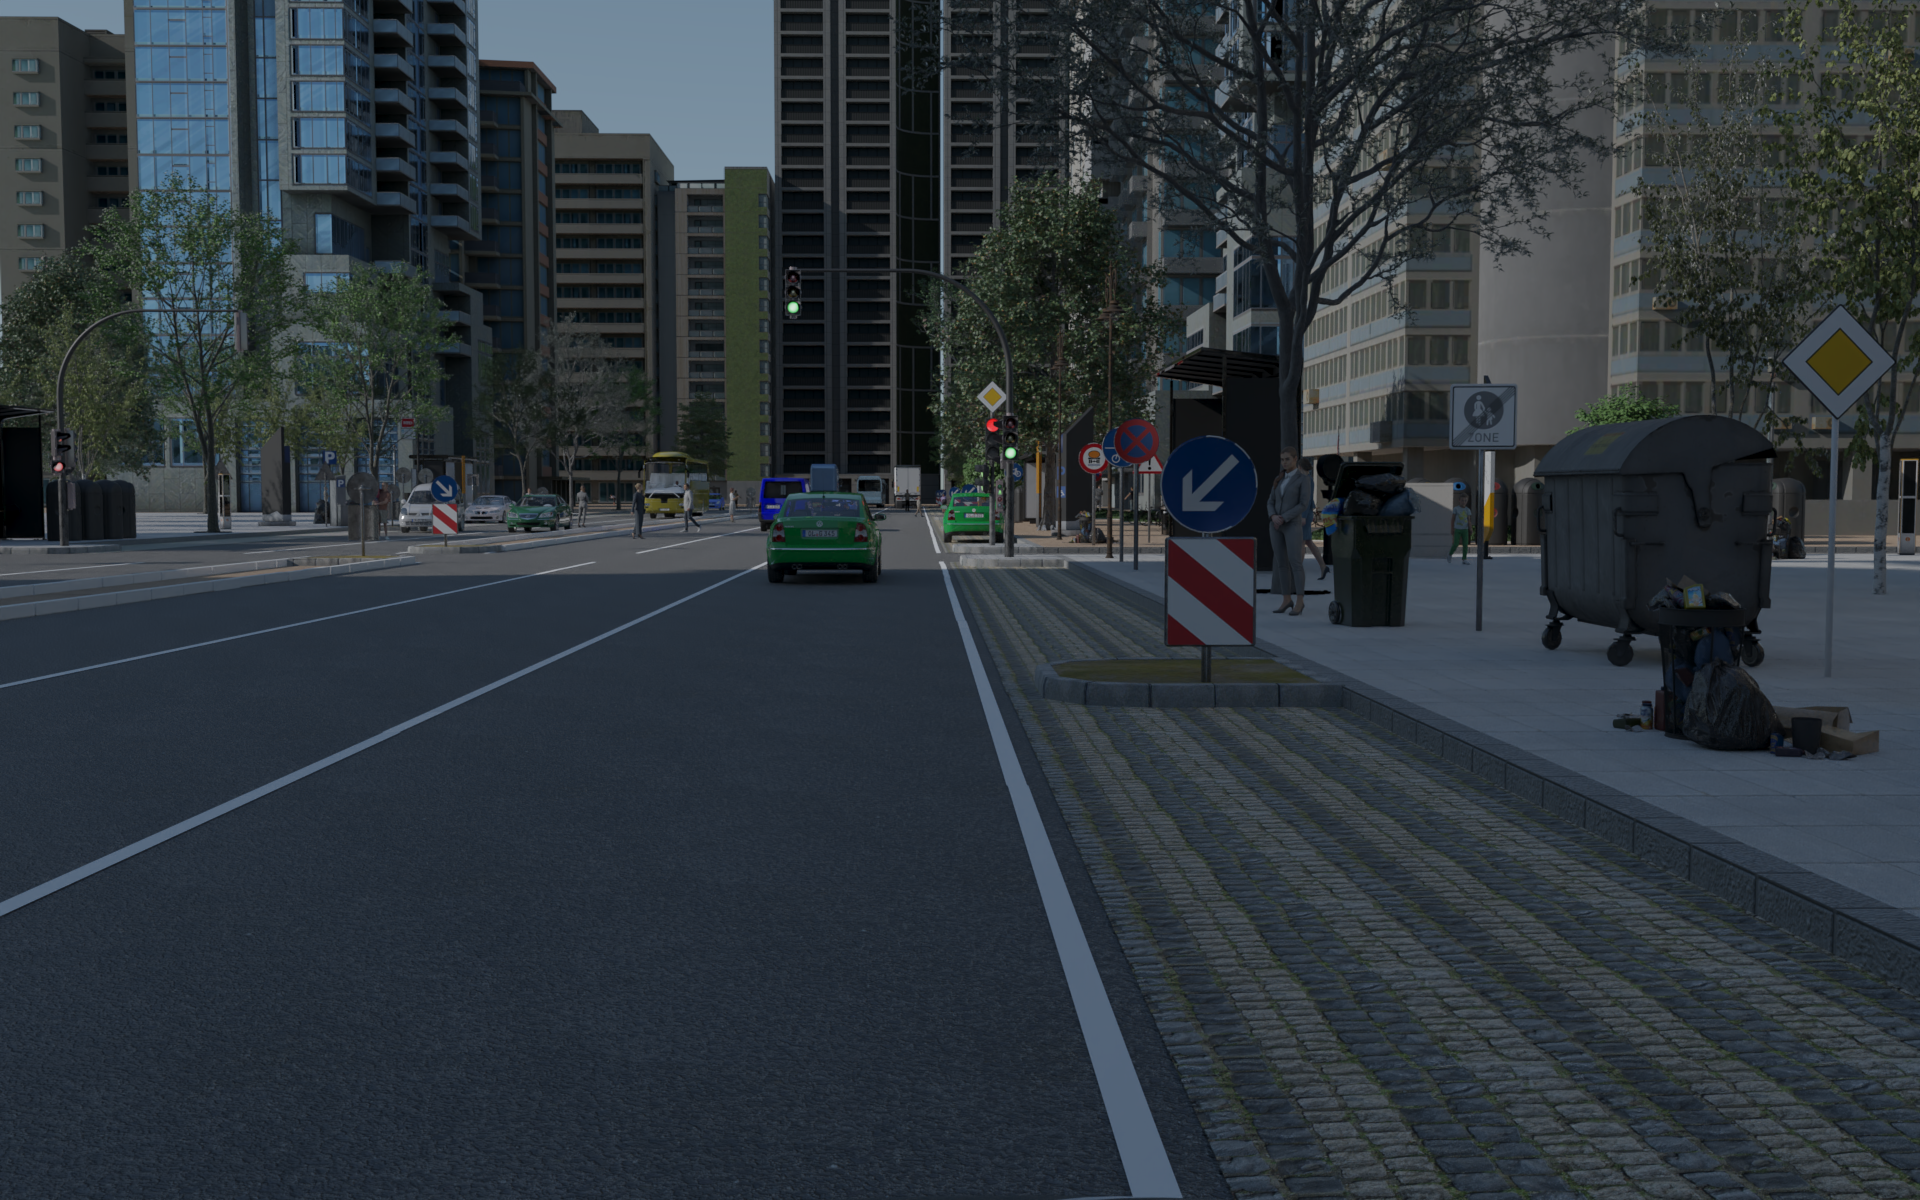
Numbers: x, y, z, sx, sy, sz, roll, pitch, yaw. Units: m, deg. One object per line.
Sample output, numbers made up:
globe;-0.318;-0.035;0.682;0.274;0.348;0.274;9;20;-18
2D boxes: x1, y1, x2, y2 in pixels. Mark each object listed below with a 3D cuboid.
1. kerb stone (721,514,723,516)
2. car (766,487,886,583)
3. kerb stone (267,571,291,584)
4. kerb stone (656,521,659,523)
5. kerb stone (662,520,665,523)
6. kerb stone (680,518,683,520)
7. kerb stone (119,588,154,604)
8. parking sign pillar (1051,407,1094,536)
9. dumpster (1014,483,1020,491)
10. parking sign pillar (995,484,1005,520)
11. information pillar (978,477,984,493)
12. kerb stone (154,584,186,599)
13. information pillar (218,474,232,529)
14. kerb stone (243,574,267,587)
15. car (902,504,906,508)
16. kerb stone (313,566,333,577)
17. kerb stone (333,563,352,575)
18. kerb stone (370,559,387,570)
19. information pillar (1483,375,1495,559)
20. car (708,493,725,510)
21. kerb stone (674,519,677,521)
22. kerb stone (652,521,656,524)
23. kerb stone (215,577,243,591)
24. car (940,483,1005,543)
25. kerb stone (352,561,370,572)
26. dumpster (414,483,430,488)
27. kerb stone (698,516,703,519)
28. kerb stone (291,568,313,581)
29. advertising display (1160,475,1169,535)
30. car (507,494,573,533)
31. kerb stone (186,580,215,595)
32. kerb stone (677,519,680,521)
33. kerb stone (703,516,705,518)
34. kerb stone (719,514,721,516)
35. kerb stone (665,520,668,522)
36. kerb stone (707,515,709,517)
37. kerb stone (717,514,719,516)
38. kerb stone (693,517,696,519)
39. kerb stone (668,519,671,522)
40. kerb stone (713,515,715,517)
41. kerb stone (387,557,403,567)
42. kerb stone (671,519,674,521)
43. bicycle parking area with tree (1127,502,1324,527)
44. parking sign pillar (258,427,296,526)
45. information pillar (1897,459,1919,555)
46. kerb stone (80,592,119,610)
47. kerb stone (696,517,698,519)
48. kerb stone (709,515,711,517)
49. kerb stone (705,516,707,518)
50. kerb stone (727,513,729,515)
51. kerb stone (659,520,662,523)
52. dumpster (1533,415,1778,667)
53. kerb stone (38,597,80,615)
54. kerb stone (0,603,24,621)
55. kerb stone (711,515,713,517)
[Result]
kerb stone;-15.110;-5.281;108.547;0.120;0.150;1.000;0;4;-1
car;-2.240;-1.256;29.324;1.959;1.807;4.718;0;4;-1
kerb stone;-11.124;-0.358;28.046;0.120;0.150;1.000;0;4;-1
kerb stone;-14.484;-3.645;81.902;0.120;0.150;1.000;0;4;-1
kerb stone;-14.541;-3.777;83.949;0.120;0.150;1.000;0;4;-1
kerb stone;-14.694;-4.154;90.108;0.120;0.150;1.000;0;4;-1
kerb stone;-10.994;-0.045;22.935;0.120;0.150;1.000;0;4;-1
parking sign pillar;3.520;-3.954;53.115;1.447;3.967;1.447;3;5;44
dumpster;3.976;-6.573;109.966;1.502;2.255;1.985;0;4;-1
parking sign pillar;2.103;-5.975;86.156;1.447;3.967;1.447;-1;4;-14
information pillar;1.173;-6.313;94.575;0.504;3.616;0.183;-2;4;-30
kerb stone;-11.020;-0.106;23.960;0.120;0.150;1.000;0;4;-1
information pillar;-26.783;-3.586;63.115;0.304;2.012;0.304;3;5;41
kerb stone;-11.104;-0.295;27.024;0.120;0.150;1.000;0;4;-1
car;-5.224;-10.504;181.967;2.015;1.641;3.980;0;4;-1
kerb stone;-11.174;-0.483;30.093;0.120;0.150;1.000;0;4;-1
kerb stone;-11.192;-0.539;31.117;0.120;0.150;1.000;0;4;-1
kerb stone;-11.241;-0.671;33.163;0.120;0.150;1.000;0;4;-1
information pillar;10.352;-2.605;33.948;0.183;3.616;0.504;0;4;-3
car;-21.978;-8.862;154.489;1.945;1.707;3.694;0;4;-1
kerb stone;-14.635;-4.025;88.056;0.120;0.150;1.000;0;4;-1
kerb stone;-14.464;-3.584;80.879;0.120;0.150;1.000;0;4;-1
kerb stone;-11.062;-0.232;26.003;0.120;0.150;1.000;0;4;-1
car;0.390;-2.642;51.991;1.959;1.807;4.718;0;4;0
kerb stone;-11.214;-0.608;32.141;0.120;0.150;1.000;0;4;-1
dumpster;-26.563;-4.951;86.713;1.264;1.857;1.865;0;4;-1
kerb stone;-14.880;-4.656;98.313;0.120;0.150;1.000;0;4;-1
kerb stone;-11.139;-0.414;29.072;0.120;0.150;1.000;0;4;-1
advertising display;6.488;-3.009;54.416;0.123;1.923;0.974;-1;4;-10
car;-15.947;-3.308;65.882;2.131;1.459;4.920;0;4;-2
kerb stone;-11.046;-0.170;24.981;0.120;0.150;1.000;0;4;-1
kerb stone;-14.651;-4.088;89.087;0.120;0.150;1.000;0;4;-1
kerb stone;-14.901;-4.715;99.336;0.120;0.150;1.000;0;4;-1
kerb stone;-15.101;-5.218;107.525;0.120;0.150;1.000;0;4;-1
kerb stone;-14.568;-3.840;84.975;0.120;0.150;1.000;0;4;-1
kerb stone;-14.948;-4.843;101.379;0.120;0.150;1.000;0;4;-1
kerb stone;-15.066;-5.156;106.499;0.120;0.150;1.000;0;4;-1
kerb stone;-14.798;-4.467;95.235;0.120;0.150;1.000;0;4;-1
kerb stone;-14.588;-3.903;86.003;0.120;0.150;1.000;0;4;-1
kerb stone;-15.022;-5.026;104.451;0.120;0.150;1.000;0;4;-1
kerb stone;-11.262;-0.733;34.185;0.120;0.150;1.000;0;4;-1
kerb stone;-14.608;-3.966;87.034;0.120;0.150;1.000;0;4;-1
bicycle parking area with tree;10.848;-5.143;71.091;9.016;4.147;8.231;1;4;16
parking sign pillar;-27.514;-4.966;69.667;1.447;3.967;1.447;2;4;31
information pillar;19.912;-1.951;36.390;0.304;2.012;0.304;1;4;20
kerb stone;-10.968;0.018;21.913;0.120;0.150;1.000;0;4;-1
kerb stone;-14.829;-4.529;96.257;0.120;0.150;1.000;0;4;-1
kerb stone;-14.976;-4.904;102.401;0.120;0.150;1.000;0;4;-1
kerb stone;-14.925;-4.781;100.357;0.120;0.150;1.000;0;4;-1
kerb stone;-15.193;-5.464;111.618;0.120;0.150;1.000;0;4;-1
kerb stone;-14.517;-3.714;82.924;0.120;0.150;1.000;0;4;-1
dumpster;5.404;-0.476;13.536;1.264;1.857;1.865;0;4;-2
kerb stone;-10.945;0.080;20.884;0.120;0.150;1.000;0;4;-1
kerb stone;-10.923;0.143;19.857;0.120;0.150;1.000;0;4;-1
kerb stone;-14.996;-4.968;103.424;0.120;0.150;1.000;0;4;-1
